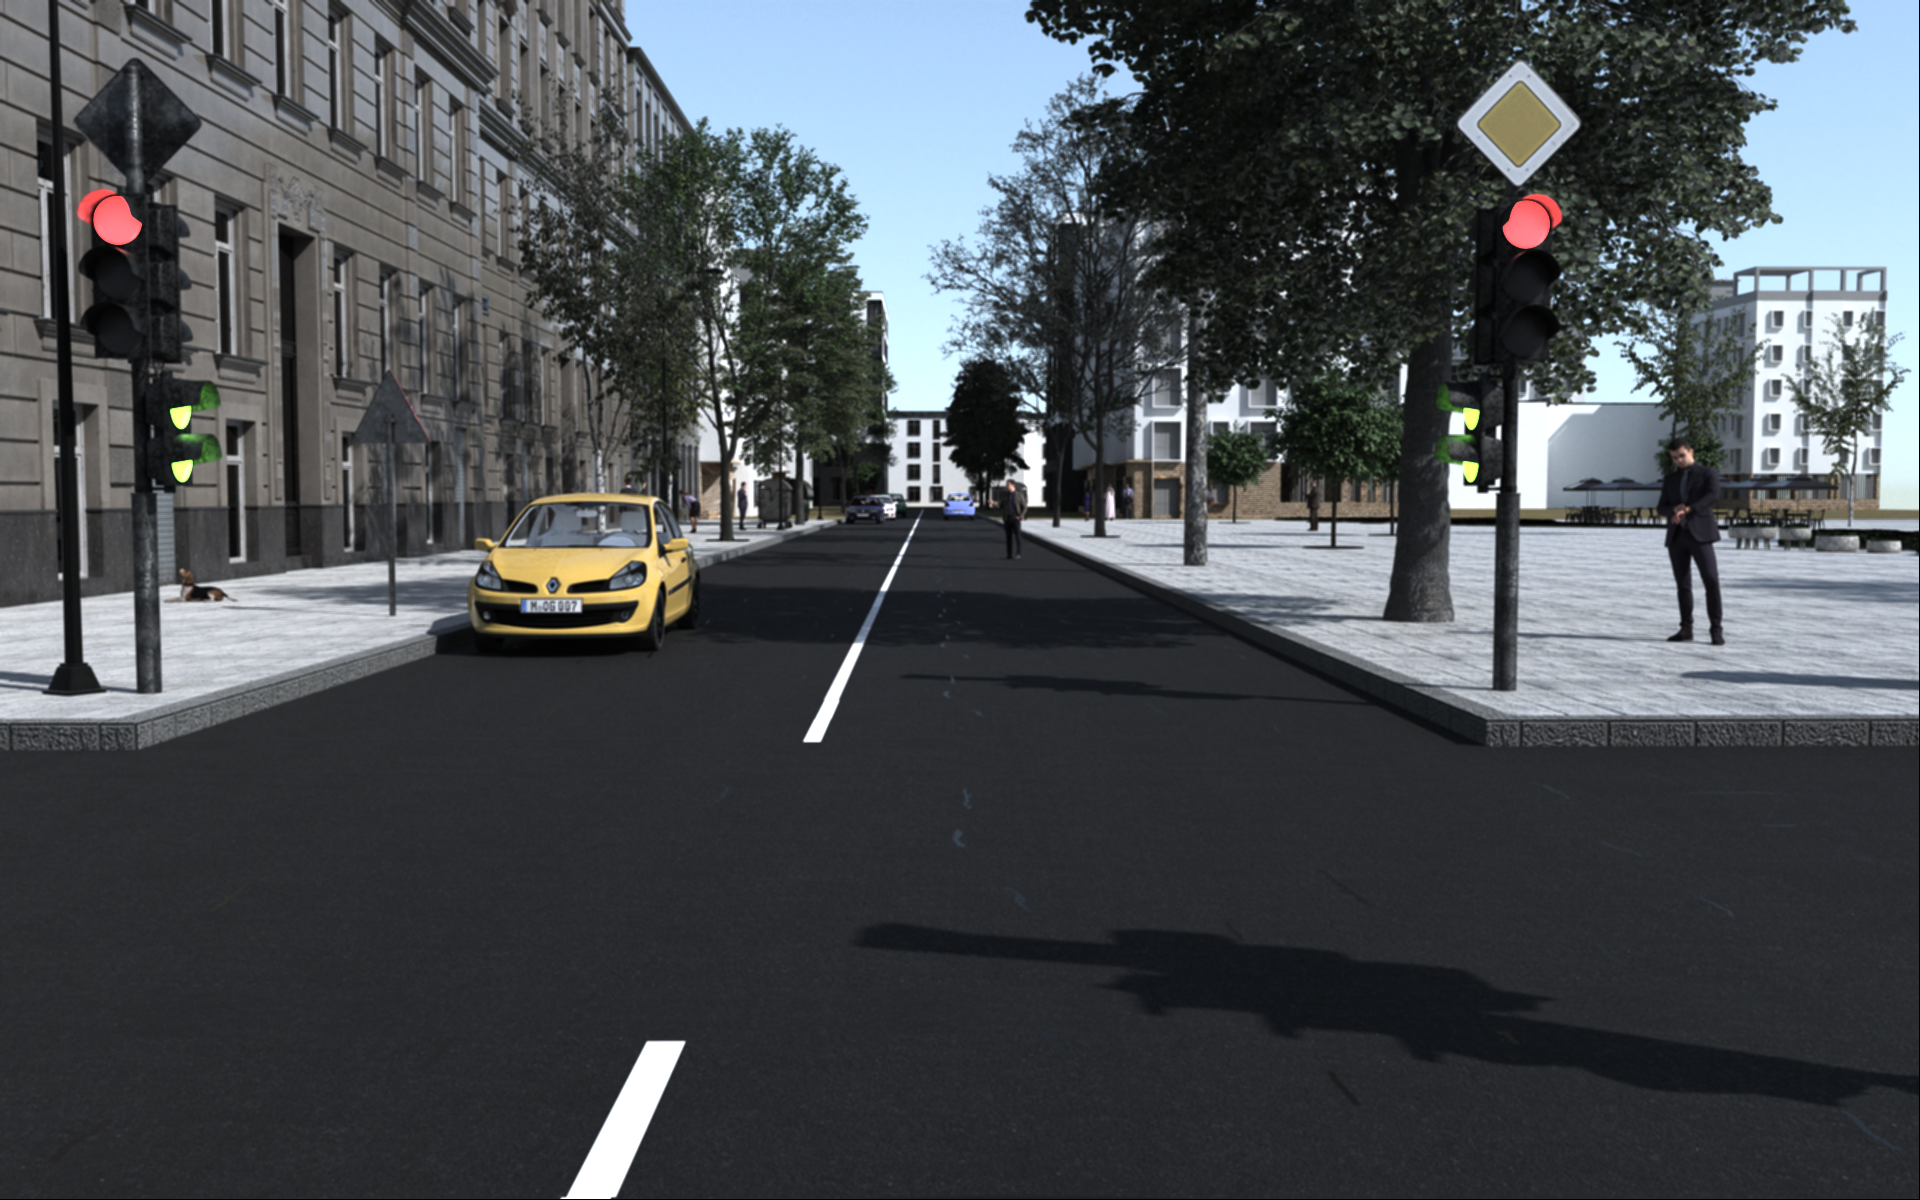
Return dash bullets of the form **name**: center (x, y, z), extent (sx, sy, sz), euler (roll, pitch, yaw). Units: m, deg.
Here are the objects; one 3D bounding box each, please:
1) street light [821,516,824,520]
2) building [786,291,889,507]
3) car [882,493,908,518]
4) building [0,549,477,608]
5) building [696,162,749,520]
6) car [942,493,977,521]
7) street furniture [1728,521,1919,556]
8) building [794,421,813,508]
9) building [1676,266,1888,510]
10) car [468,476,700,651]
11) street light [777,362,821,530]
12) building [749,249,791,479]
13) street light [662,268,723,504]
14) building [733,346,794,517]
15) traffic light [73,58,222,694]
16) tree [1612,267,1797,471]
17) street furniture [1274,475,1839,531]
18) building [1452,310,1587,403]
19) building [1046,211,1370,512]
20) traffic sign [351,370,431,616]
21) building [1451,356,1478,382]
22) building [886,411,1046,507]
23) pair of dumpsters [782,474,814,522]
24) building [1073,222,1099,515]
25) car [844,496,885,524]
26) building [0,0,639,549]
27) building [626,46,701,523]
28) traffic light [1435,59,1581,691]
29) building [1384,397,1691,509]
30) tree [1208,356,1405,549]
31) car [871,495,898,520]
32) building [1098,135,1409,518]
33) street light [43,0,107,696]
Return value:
- **street light**: center (-6.410, -6.933, 85.893), extent (1.470, 5.913, 1.316), euler (0, 4, -1)
- **building**: center (-24.318, -21.056, 188.241), extent (32.646, 21.610, 27.936), euler (0, 4, -1)
- **car**: center (-4.195, -5.999, 106.887), extent (1.959, 1.807, 4.718), euler (0, 4, -1)
- **building**: center (-16.586, -14.114, 28.035), extent (12.463, 27.353, 25.104), euler (0, 4, -1)
- **building**: center (-20.038, -14.401, 91.871), extent (16.016, 20.091, 11.380), euler (0, 4, -1)
- **car**: center (-0.038, -5.228, 95.068), extent (1.945, 1.707, 3.694), euler (0, 4, 0)
- **street furniture**: center (22.007, -1.362, 37.889), extent (5.734, 0.657, 10.072), euler (-2, 4, -26)
- **building**: center (-27.294, -12.928, 153.522), extent (28.070, 9.664, 9.099), euler (0, 4, -1)
- **building**: center (70.679, -17.995, 150.636), extent (11.380, 20.091, 16.016), euler (0, 4, -1)
- **car**: center (-3.604, -0.415, 17.011), extent (2.015, 1.641, 3.980), euler (0, 4, -1)
- **street light**: center (-5.798, -5.419, 61.146), extent (1.470, 5.913, 1.316), euler (0, 4, -1)
- **building**: center (-21.052, -16.830, 131.591), extent (16.016, 20.091, 11.380), euler (0, 4, -1)
- **street light**: center (-5.557, -3.866, 35.745), extent (1.470, 5.913, 1.316), euler (0, 4, -1)
- **building**: center (-16.570, -10.385, 111.941), extent (9.099, 9.664, 28.070), euler (0, 4, -1)
- **traffic light**: center (-5.214, -1.334, 11.060), extent (0.839, 4.213, 0.868), euler (0, 4, -1)
- **tree**: center (22.490, -6.317, 53.641), extent (4.737, 8.622, 4.395), euler (0, 3, 0)
- **street furniture**: center (23.393, -4.152, 72.913), extent (14.083, 1.986, 27.439), euler (0, 4, -6)
- **building**: center (58.225, -20.023, 183.796), extent (11.380, 20.091, 16.016), euler (0, 4, -1)
- **building**: center (20.794, -18.211, 141.718), extent (27.936, 21.610, 32.646), euler (0, 4, -1)
- **traffic sign**: center (-5.970, -1.110, 18.150), extent (0.884, 2.594, 0.081), euler (1, 4, 9)
- **building**: center (36.778, -19.452, 184.497), extent (31.486, 18.905, 16.747), euler (0, 4, -1)
- **building**: center (6.531, -14.534, 179.776), extent (28.070, 9.664, 9.099), euler (0, 4, -1)
- **pair of dumpsters**: center (-7.659, -4.737, 79.946), extent (1.574, 2.255, 4.436), euler (0, 4, -1)
- **building**: center (15.454, -15.364, 107.618), extent (16.016, 20.091, 11.380), euler (0, 4, -1)
- **car**: center (-4.599, -4.371, 84.046), extent (1.945, 1.354, 3.894), euler (0, 4, 0)
- **building**: center (-18.186, -15.733, 54.501), extent (12.463, 27.353, 25.104), euler (0, 4, -1)
- **building**: center (-17.382, -13.896, 76.356), extent (9.793, 20.994, 18.267), euler (0, 4, -1)
- **traffic light**: center (3.546, -1.344, 11.224), extent (0.839, 4.213, 0.868), euler (0, 4, -1)
- **building**: center (50.892, -12.986, 154.469), extent (28.070, 9.664, 9.099), euler (0, 4, -1)
- **tree**: center (8.919, -3.502, 40.965), extent (4.285, 4.588, 4.351), euler (0, 3, 0)
- **car**: center (-4.467, -5.092, 95.611), extent (2.083, 1.381, 4.827), euler (0, 4, -2)
- **building**: center (16.403, -14.670, 96.274), extent (16.016, 20.091, 11.380), euler (0, 4, -1)
- **street light**: center (-5.169, -2.352, 10.994), extent (1.470, 5.913, 1.316), euler (0, 4, -1)
